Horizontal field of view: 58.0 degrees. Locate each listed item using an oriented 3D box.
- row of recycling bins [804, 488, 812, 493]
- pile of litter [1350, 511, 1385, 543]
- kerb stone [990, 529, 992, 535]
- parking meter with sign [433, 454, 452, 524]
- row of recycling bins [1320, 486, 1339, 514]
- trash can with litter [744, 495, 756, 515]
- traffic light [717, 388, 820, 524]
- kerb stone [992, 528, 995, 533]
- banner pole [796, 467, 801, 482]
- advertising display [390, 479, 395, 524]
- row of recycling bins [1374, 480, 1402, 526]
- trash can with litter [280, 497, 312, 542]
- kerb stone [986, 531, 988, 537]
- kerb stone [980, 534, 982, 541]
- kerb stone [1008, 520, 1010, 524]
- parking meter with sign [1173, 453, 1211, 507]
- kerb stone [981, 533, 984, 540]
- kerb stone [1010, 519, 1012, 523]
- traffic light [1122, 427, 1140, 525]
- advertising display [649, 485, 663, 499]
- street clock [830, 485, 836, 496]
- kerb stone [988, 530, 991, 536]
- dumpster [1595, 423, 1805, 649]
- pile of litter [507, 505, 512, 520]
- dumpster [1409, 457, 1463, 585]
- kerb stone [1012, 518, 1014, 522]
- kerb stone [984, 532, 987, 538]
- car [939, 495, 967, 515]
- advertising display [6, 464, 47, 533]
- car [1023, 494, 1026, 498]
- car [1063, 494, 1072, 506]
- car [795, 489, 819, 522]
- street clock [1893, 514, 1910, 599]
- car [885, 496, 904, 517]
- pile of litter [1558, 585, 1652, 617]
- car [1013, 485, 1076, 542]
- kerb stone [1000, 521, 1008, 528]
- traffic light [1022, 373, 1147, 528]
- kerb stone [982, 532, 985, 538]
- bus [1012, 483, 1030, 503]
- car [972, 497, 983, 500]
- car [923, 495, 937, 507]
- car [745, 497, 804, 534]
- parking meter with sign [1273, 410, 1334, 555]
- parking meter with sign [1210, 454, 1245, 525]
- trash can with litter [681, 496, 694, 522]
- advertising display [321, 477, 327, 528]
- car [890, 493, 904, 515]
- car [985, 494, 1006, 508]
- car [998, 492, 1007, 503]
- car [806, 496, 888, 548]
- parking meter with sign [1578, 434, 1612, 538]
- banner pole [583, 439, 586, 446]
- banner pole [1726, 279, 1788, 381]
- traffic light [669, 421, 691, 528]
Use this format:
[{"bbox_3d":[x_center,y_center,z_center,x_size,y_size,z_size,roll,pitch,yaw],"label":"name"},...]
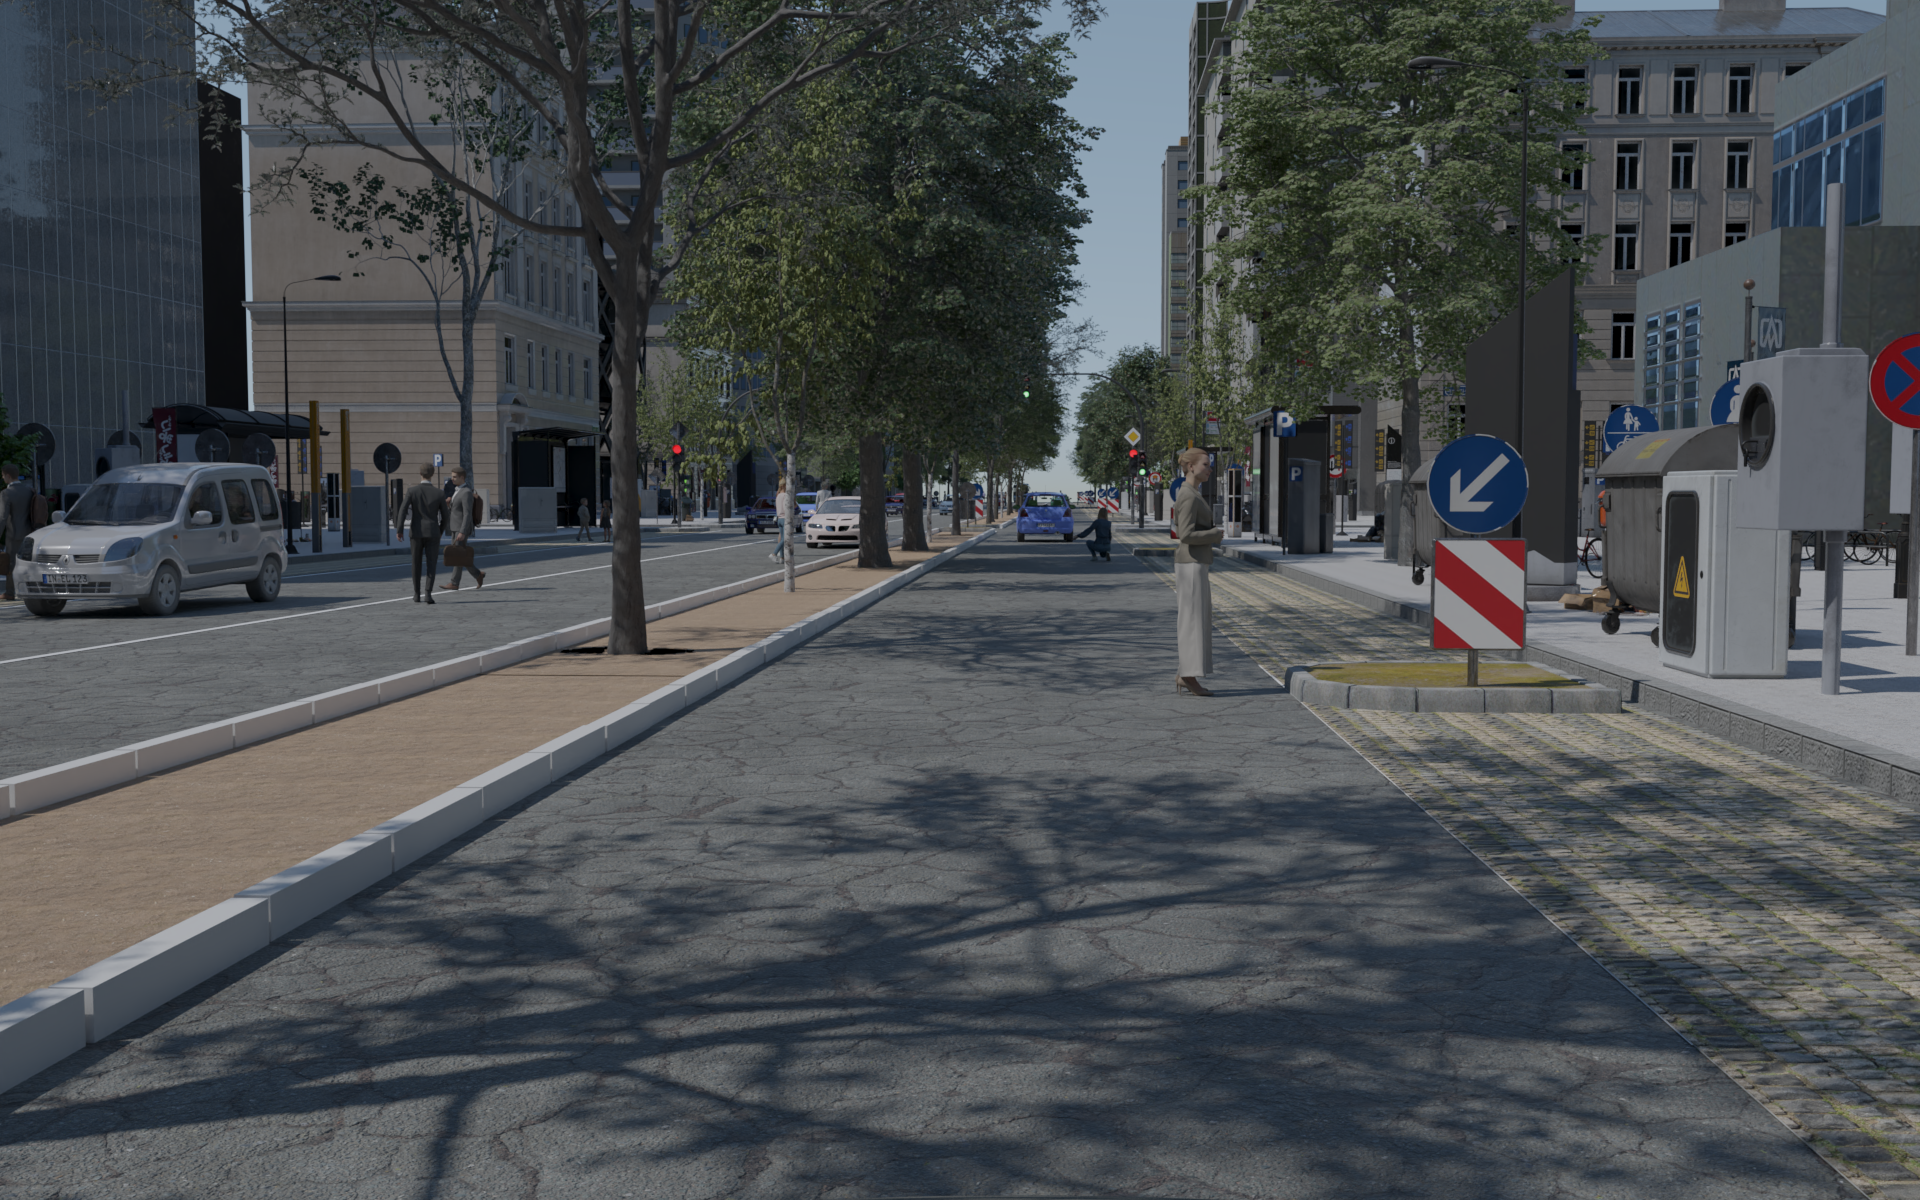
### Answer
[{"bbox_3d":[-11.442,-7.003,121.606,1.069,1.692,3.534,-2,4,-31],"label":"row of recycling bins"},{"bbox_3d":[11.112,-1.967,46.127,1.176,0.858,1.719,-1,4,-17],"label":"pile of litter"},{"bbox_3d":[0.926,-2.261,59.234,0.120,0.150,1.000,0,4,3],"label":"kerb stone"},{"bbox_3d":[-22.152,-4.865,75.796,0.543,3.016,1.738,2,4,32],"label":"parking meter with sign"},{"bbox_3d":[18.058,-4.940,87.877,3.534,1.692,1.069,-3,5,-43],"label":"row of recycling bins"},{"bbox_3d":[-12.299,-5.655,103.510,1.678,1.210,2.233,-3,4,-38],"label":"trash can with litter"},{"bbox_3d":[-8.121,-6.067,73.869,4.771,5.953,1.251,0,4,3],"label":"traffic light"},{"bbox_3d":[1.054,-2.391,61.285,0.120,0.150,1.000,0,4,3],"label":"kerb stone"},{"bbox_3d":[-12.735,-8.858,134.852,0.863,3.779,0.401,-1,4,-23],"label":"banner pole"},{"bbox_3d":[-24.473,-4.287,75.305,0.123,1.923,0.974,0,4,8],"label":"advertising display"},{"bbox_3d":[12.591,-2.624,50.009,1.069,1.692,3.534,0,4,5],"label":"row of recycling bins"},{"bbox_3d":[-18.301,-2.156,46.307,2.233,1.210,1.678,-1,4,-18],"label":"trash can with litter"},{"bbox_3d":[0.746,-2.076,56.162,0.120,0.150,1.000,0,4,3],"label":"kerb stone"},{"bbox_3d":[0.505,-1.828,52.077,0.120,0.150,1.000,0,4,3],"label":"kerb stone"},{"bbox_3d":[2.065,-3.423,78.262,0.120,0.150,1.000,0,4,3],"label":"kerb stone"},{"bbox_3d":[10.075,-4.814,74.971,1.738,3.016,0.543,2,4,32],"label":"parking meter with sign"},{"bbox_3d":[0.573,-1.890,53.097,0.120,0.150,1.000,0,4,3],"label":"kerb stone"},{"bbox_3d":[2.242,-3.614,81.326,0.120,0.150,1.000,0,4,3],"label":"kerb stone"},{"bbox_3d":[7.267,-5.139,72.937,0.839,4.253,0.868,0,4,3],"label":"traffic light"},{"bbox_3d":[-21.887,-7.301,124.589,0.974,1.923,0.123,-1,4,-14],"label":"advertising display"},{"bbox_3d":[-10.025,-8.073,136.566,0.471,2.002,0.358,3,4,38],"label":"street clock"},{"bbox_3d":[0.864,-2.202,58.207,0.120,0.150,1.000,0,4,3],"label":"kerb stone"},{"bbox_3d":[6.407,-0.567,15.033,1.264,1.857,1.865,0,4,4],"label":"dumpster"},{"bbox_3d":[-21.680,-4.369,85.392,1.176,0.858,1.719,2,4,26],"label":"pile of litter"},{"bbox_3d":[6.903,-1.088,23.553,1.264,1.857,1.865,0,4,3],"label":"dumpster"},{"bbox_3d":[2.428,-3.804,84.395,0.120,0.150,1.000,0,4,3],"label":"kerb stone"},{"bbox_3d":[0.692,-2.015,55.141,0.120,0.150,1.000,0,4,3],"label":"kerb stone"},{"bbox_3d":[-0.360,-6.452,117.486,2.014,1.417,4.499,0,4,5],"label":"car"},{"bbox_3d":[-17.363,-1.635,31.947,0.974,1.923,0.123,0,4,2],"label":"advertising display"},{"bbox_3d":[10.966,-16.567,282.875,2.014,1.417,4.499,0,4,1],"label":"car"},{"bbox_3d":[9.631,-9.429,165.968,2.131,1.459,4.920,0,4,5],"label":"car"},{"bbox_3d":[-6.922,-4.278,79.529,1.945,1.707,3.694,0,4,2],"label":"car"},{"bbox_3d":[11.601,-1.019,21.225,0.358,2.002,0.471,1,4,10],"label":"street clock"},{"bbox_3d":[-4.089,-5.905,109.123,1.945,1.354,3.894,0,4,5],"label":"car"},{"bbox_3d":[7.195,-0.310,19.038,1.176,0.858,1.719,2,4,29],"label":"pile of litter"},{"bbox_3d":[2.578,-2.646,52.852,1.945,1.707,3.694,0,4,1],"label":"car"},{"bbox_3d":[1.941,-3.304,76.219,0.120,0.150,1.000,0,4,3],"label":"kerb stone"},{"bbox_3d":[4.699,-5.522,64.948,4.771,5.953,1.251,0,4,3],"label":"traffic light"},{"bbox_3d":[0.622,-1.953,54.121,0.120,0.150,1.000,0,4,3],"label":"kerb stone"},{"bbox_3d":[10.489,-18.375,295.288,2.948,3.499,13.247,0,4,4],"label":"bus"},{"bbox_3d":[2.034,-12.822,221.636,2.014,1.417,4.499,0,4,2],"label":"car"},{"bbox_3d":[-3.391,-10.591,185.736,1.945,1.354,3.894,0,4,3],"label":"car"},{"bbox_3d":[-6.789,-3.112,63.453,1.945,1.354,3.894,0,4,3],"label":"car"},{"bbox_3d":[7.364,-2.486,36.913,0.543,3.016,1.738,3,5,42],"label":"parking meter with sign"},{"bbox_3d":[11.416,-4.624,71.859,1.738,3.016,0.543,0,4,1],"label":"parking meter with sign"},{"bbox_3d":[-12.632,-4.240,80.715,0.624,1.170,1.055,-2,4,-27],"label":"trash can with litter"},{"bbox_3d":[-24.253,-3.702,65.747,0.123,1.923,0.974,1,4,19],"label":"advertising display"},{"bbox_3d":[-3.772,-6.707,118.700,2.155,1.783,4.494,0,4,4],"label":"car"},{"bbox_3d":[3.608,-10.271,176.974,2.155,1.783,4.494,0,4,1],"label":"car"},{"bbox_3d":[6.571,-16.827,283.799,2.281,1.827,5.304,0,4,3],"label":"car"},{"bbox_3d":[-3.044,-2.142,47.389,2.083,1.381,4.827,0,4,4],"label":"car"},{"bbox_3d":[18.676,-3.345,50.957,0.543,3.016,1.738,-1,4,-10],"label":"parking meter with sign"},{"bbox_3d":[-17.257,-5.426,78.735,0.863,3.779,0.401,-3,5,-44],"label":"banner pole"},{"bbox_3d":[9.395,-1.856,20.367,0.863,3.779,0.401,-2,4,-25],"label":"banner pole"},{"bbox_3d":[-10.689,-4.714,65.986,0.839,4.253,0.868,0,4,3],"label":"traffic light"}]
